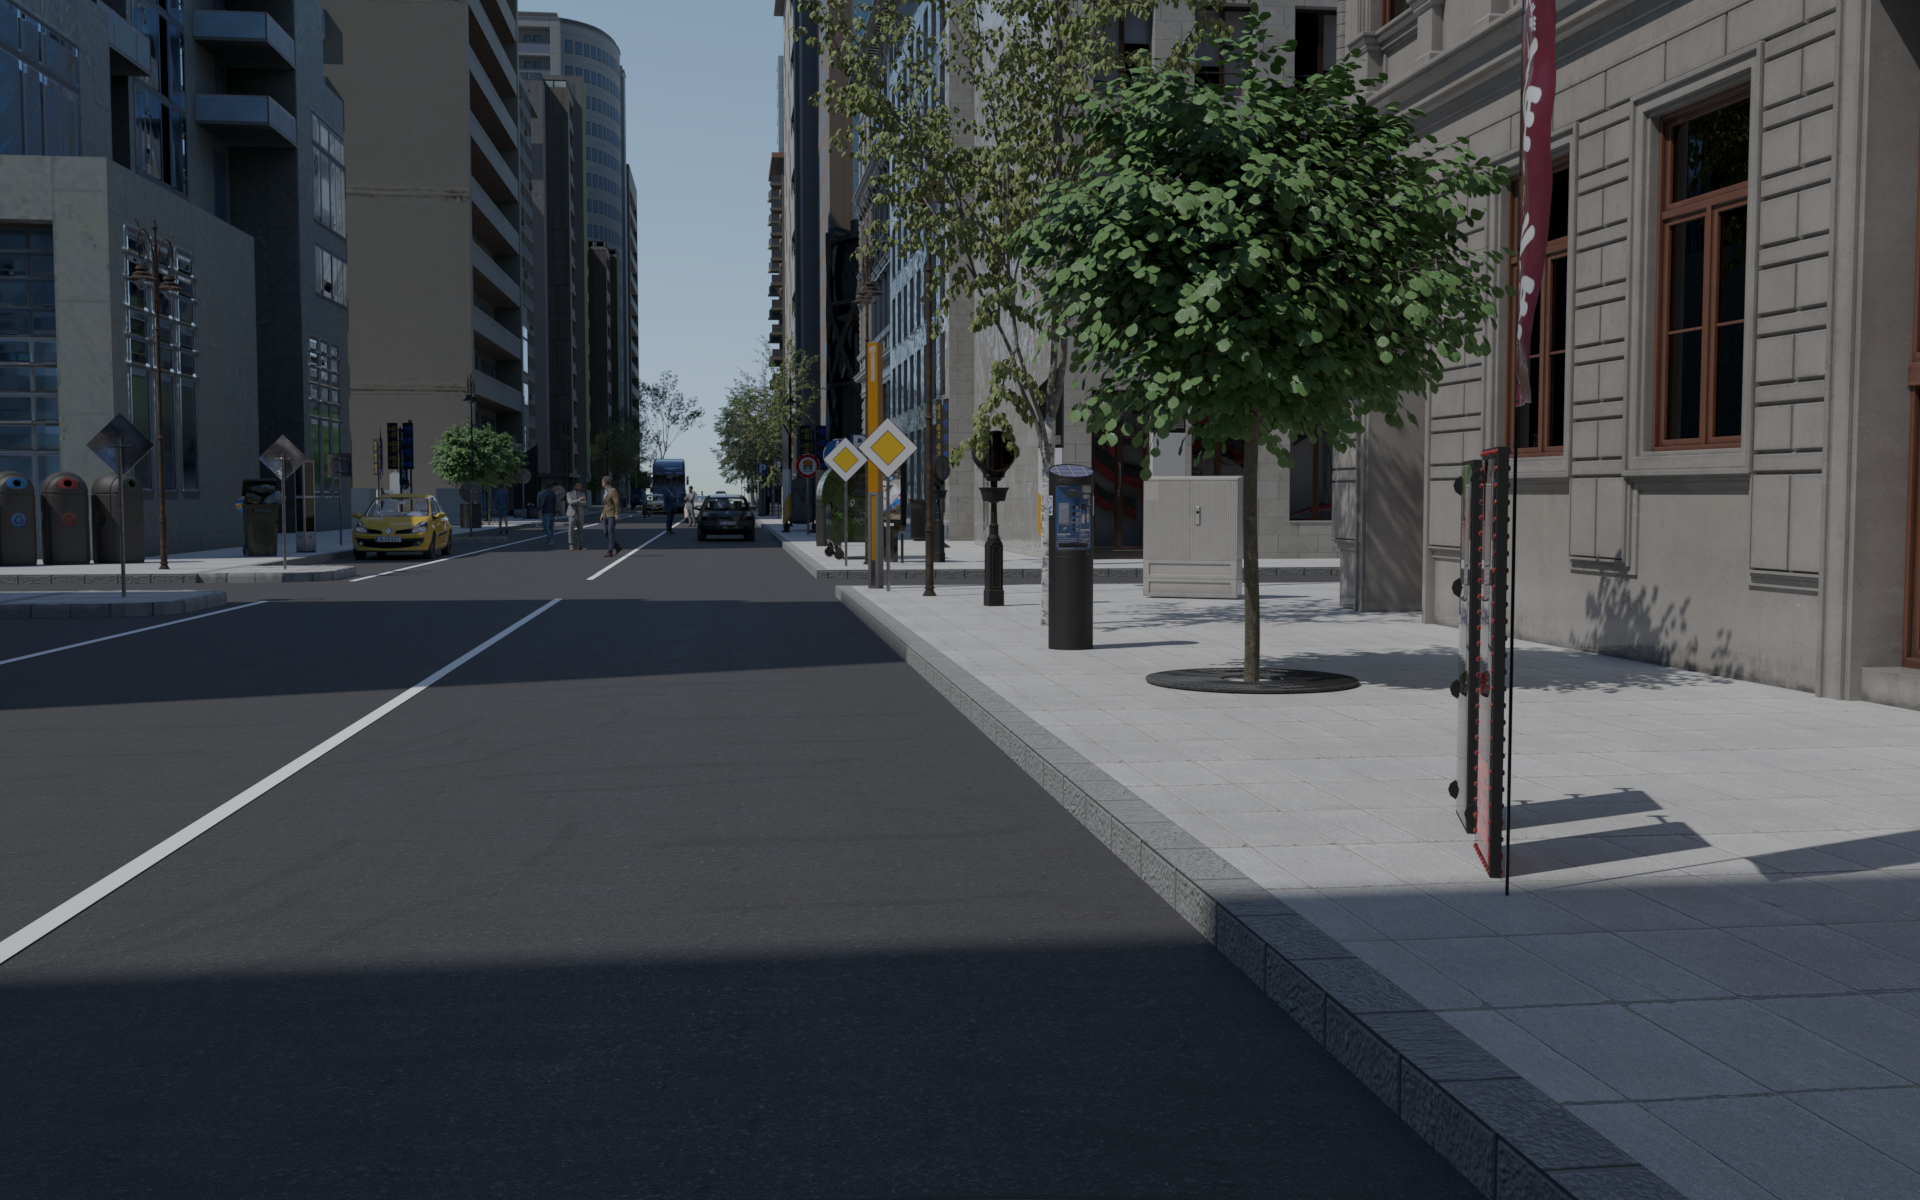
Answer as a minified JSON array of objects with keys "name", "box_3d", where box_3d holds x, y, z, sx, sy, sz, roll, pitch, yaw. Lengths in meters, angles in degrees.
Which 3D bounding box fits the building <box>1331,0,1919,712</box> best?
[{"name":"building","box_3d":[10.534,-10.636,10.056,11.583,22.565,21.152,0,4,-8]}]

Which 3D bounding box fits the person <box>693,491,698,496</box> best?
[{"name":"person","box_3d":[-31.495,-12.026,205.112,1.348,1.826,0.705,1,4,22]}]

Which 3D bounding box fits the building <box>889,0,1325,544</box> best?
[{"name":"building","box_3d":[3.714,-12.292,55.718,10.420,20.320,16.860,0,4,-8]}]

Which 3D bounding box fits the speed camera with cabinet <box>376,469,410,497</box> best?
[{"name":"speed camera with cabinet","box_3d":[-24.360,-4.867,73.917,0.660,3.252,2.038,1,4,22]}]

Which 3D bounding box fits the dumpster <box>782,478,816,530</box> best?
[{"name":"dumpster","box_3d":[-5.622,-3.396,61.289,1.264,1.857,1.865,0,4,-8]}]

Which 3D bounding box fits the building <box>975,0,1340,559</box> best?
[{"name":"building","box_3d":[9.398,-11.289,39.328,16.860,20.320,10.420,0,4,-8]}]

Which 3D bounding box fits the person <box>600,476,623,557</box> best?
[{"name":"person","box_3d":[-8.012,-1.913,39.681,0.656,1.842,0.836,1,4,20]}]

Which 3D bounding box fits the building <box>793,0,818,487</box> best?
[{"name":"building","box_3d":[-2.547,-36.370,136.646,21.231,58.520,28.212,0,4,-8]}]

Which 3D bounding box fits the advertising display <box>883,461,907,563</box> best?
[{"name":"advertising display","box_3d":[-1.300,-1.672,32.543,0.123,1.923,0.974,-2,4,-32]}]

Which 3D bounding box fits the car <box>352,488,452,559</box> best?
[{"name":"car","box_3d":[-12.630,-1.778,39.298,2.015,1.641,3.980,-1,4,-8]}]

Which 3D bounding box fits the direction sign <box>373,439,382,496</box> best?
[{"name":"direction sign","box_3d":[-23.827,-4.831,70.981,0.379,3.537,0.876,-3,5,-41]}]

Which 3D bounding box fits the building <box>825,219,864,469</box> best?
[{"name":"building","box_3d":[0.750,-14.131,98.498,16.820,18.784,16.811,0,4,-8]}]

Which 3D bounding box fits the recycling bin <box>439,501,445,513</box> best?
[{"name":"recycling bin","box_3d":[-18.248,-2.884,59.709,0.722,1.027,0.722,3,5,39]}]

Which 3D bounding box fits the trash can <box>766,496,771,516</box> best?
[{"name":"trash can","box_3d":[-11.621,-5.594,103.122,0.748,1.137,0.748,0,3,0]}]

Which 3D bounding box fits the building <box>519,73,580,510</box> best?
[{"name":"building","box_3d":[-48.594,-27.625,143.543,32.217,40.220,23.993,0,4,-8]}]

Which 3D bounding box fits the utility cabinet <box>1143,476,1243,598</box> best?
[{"name":"utility cabinet","box_3d":[2.855,-0.769,21.258,1.173,1.500,0.318,1,4,22]}]

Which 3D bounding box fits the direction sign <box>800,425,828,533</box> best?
[{"name":"direction sign","box_3d":[-4.833,-3.978,57.045,0.876,3.537,0.379,-1,4,-16]}]

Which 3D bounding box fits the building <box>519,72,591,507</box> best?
[{"name":"building","box_3d":[-42.763,-29.360,163.624,14.154,41.232,14.086,0,4,-8]}]

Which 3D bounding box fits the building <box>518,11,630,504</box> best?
[{"name":"building","box_3d":[-52.588,-41.130,214.468,21.231,58.520,28.212,0,4,-8]}]

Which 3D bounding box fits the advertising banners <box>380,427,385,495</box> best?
[{"name":"advertising banners","box_3d":[-15.341,-3.045,45.972,0.090,3.025,2.074,-1,4,-17]}]

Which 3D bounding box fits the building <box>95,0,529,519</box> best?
[{"name":"building","box_3d":[-40.360,-49.077,115.088,22.319,86.520,31.000,0,4,-8]}]

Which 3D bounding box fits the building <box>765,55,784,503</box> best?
[{"name":"building","box_3d":[-17.114,-57.214,248.116,22.319,86.520,31.000,0,4,-8]}]

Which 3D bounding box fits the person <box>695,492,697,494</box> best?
[{"name":"person","box_3d":[-36.306,-13.974,237.759,1.217,1.735,0.721,-2,4,-35]}]

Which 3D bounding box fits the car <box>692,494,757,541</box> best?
[{"name":"car","box_3d":[-7.331,-2.709,54.072,2.009,1.686,4.222,-1,4,-10]}]

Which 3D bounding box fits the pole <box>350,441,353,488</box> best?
[{"name":"pole","box_3d":[-23.238,-4.414,66.019,0.158,3.312,0.155,0,3,0]}]

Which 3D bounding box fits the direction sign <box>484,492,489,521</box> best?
[{"name":"direction sign","box_3d":[-22.185,-5.457,81.216,0.379,3.537,0.876,3,5,39]}]

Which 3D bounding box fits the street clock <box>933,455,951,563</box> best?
[{"name":"street clock","box_3d":[-0.404,-1.708,32.489,0.358,2.002,0.471,2,4,35]}]

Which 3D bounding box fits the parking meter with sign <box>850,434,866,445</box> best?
[{"name":"parking meter with sign","box_3d":[-2.674,-3.265,49.638,0.543,3.016,1.738,-1,4,-18]}]

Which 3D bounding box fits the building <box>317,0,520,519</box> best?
[{"name":"building","box_3d":[-34.547,-28.398,88.011,21.300,48.544,21.600,0,4,-8]}]

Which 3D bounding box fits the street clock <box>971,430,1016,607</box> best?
[{"name":"street clock","box_3d":[0.387,-0.932,19.806,0.471,2.002,0.358,-1,4,-20]}]

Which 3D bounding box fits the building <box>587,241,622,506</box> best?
[{"name":"building","box_3d":[-45.730,-25.883,194.895,14.160,30.474,14.107,0,4,-8]}]

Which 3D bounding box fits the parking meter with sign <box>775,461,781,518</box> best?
[{"name":"parking meter with sign","box_3d":[-8.774,-5.788,90.892,1.738,3.016,0.543,1,4,17]}]

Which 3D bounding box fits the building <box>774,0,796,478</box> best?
[{"name":"building","box_3d":[-2.831,-35.238,165.376,28.713,52.752,27.495,0,4,-8]}]

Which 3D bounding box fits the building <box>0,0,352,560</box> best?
[{"name":"building","box_3d":[-29.442,-44.774,44.726,22.319,86.520,31.000,0,4,-8]}]

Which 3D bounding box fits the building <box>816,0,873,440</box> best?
[{"name":"building","box_3d":[-2.246,-28.478,115.729,14.600,45.320,14.200,0,4,-8]}]

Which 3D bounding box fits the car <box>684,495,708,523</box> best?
[{"name":"car","box_3d":[-12.865,-4.571,87.092,2.083,1.381,4.827,0,4,-6]}]

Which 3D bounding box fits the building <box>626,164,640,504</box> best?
[{"name":"building","box_3d":[-55.865,-37.692,239.971,21.300,48.544,21.600,0,4,-8]}]

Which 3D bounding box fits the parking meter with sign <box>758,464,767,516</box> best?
[{"name":"parking meter with sign","box_3d":[-11.490,-6.379,100.554,0.543,3.016,1.738,-1,4,-9]}]

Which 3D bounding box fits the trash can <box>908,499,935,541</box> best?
[{"name":"trash can","box_3d":[-1.054,-2.182,47.328,0.748,1.137,0.748,0,3,0]}]

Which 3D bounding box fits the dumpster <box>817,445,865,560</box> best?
[{"name":"dumpster","box_3d":[-2.059,-1.960,34.546,1.502,2.255,1.985,0,4,-8]}]

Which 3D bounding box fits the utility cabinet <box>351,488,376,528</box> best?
[{"name":"utility cabinet","box_3d":[-22.444,-3.452,65.123,1.173,1.500,0.318,2,4,30]}]

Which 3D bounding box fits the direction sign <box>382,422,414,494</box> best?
[{"name":"direction sign","box_3d":[-17.722,-3.848,54.914,0.876,3.537,0.379,1,4,10]}]

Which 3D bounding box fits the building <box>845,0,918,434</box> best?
[{"name":"building","box_3d":[1.231,-15.007,74.238,11.050,23.489,19.941,0,4,-8]}]

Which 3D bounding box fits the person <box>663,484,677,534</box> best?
[{"name":"person","box_3d":[-10.481,-3.295,62.555,0.419,1.800,0.721,1,4,21]}]

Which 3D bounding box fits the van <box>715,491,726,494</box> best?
[{"name":"van","box_3d":[-31.127,-13.375,225.690,2.013,2.044,4.112,0,4,-6]}]

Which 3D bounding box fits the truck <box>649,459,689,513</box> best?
[{"name":"truck","box_3d":[-22.898,-9.023,137.285,2.967,4.110,18.799,-1,4,-8]}]

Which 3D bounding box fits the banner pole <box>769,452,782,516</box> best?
[{"name":"banner pole","box_3d":[-10.800,-6.820,101.519,0.863,3.779,0.401,-1,4,-12]}]

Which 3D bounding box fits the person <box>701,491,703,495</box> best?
[{"name":"person","box_3d":[-31.745,-12.506,212.974,0.705,1.824,1.348,-1,4,-9]}]

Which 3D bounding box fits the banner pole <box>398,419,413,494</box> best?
[{"name":"banner pole","box_3d":[-18.627,-4.177,58.303,0.863,3.779,0.401,2,4,35]}]

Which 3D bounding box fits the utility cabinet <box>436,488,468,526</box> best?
[{"name":"utility cabinet","box_3d":[-19.948,-3.631,68.050,1.173,1.500,0.318,0,3,0]}]

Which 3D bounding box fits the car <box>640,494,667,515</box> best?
[{"name":"car","box_3d":[-21.386,-6.795,121.327,2.015,1.641,3.980,-1,4,-9]}]

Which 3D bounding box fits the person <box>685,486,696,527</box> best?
[{"name":"person","box_3d":[-11.865,-4.117,75.990,0.511,1.800,0.466,2,4,31]}]

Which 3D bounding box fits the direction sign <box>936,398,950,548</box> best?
[{"name":"direction sign","box_3d":[-0.421,-3.019,41.352,0.379,3.537,0.876,-1,4,-19]}]

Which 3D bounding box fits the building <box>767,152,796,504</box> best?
[{"name":"building","box_3d":[-13.085,-34.566,219.784,22.147,44.769,28.867,0,4,-8]}]

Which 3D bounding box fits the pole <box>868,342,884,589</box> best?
[{"name":"pole","box_3d":[-1.142,-1.809,23.425,0.158,3.312,0.155,0,3,0]}]

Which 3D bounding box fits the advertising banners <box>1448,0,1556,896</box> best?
[{"name":"advertising banners","box_3d":[1.839,-0.597,5.950,0.090,3.025,2.074,1,4,11]}]
